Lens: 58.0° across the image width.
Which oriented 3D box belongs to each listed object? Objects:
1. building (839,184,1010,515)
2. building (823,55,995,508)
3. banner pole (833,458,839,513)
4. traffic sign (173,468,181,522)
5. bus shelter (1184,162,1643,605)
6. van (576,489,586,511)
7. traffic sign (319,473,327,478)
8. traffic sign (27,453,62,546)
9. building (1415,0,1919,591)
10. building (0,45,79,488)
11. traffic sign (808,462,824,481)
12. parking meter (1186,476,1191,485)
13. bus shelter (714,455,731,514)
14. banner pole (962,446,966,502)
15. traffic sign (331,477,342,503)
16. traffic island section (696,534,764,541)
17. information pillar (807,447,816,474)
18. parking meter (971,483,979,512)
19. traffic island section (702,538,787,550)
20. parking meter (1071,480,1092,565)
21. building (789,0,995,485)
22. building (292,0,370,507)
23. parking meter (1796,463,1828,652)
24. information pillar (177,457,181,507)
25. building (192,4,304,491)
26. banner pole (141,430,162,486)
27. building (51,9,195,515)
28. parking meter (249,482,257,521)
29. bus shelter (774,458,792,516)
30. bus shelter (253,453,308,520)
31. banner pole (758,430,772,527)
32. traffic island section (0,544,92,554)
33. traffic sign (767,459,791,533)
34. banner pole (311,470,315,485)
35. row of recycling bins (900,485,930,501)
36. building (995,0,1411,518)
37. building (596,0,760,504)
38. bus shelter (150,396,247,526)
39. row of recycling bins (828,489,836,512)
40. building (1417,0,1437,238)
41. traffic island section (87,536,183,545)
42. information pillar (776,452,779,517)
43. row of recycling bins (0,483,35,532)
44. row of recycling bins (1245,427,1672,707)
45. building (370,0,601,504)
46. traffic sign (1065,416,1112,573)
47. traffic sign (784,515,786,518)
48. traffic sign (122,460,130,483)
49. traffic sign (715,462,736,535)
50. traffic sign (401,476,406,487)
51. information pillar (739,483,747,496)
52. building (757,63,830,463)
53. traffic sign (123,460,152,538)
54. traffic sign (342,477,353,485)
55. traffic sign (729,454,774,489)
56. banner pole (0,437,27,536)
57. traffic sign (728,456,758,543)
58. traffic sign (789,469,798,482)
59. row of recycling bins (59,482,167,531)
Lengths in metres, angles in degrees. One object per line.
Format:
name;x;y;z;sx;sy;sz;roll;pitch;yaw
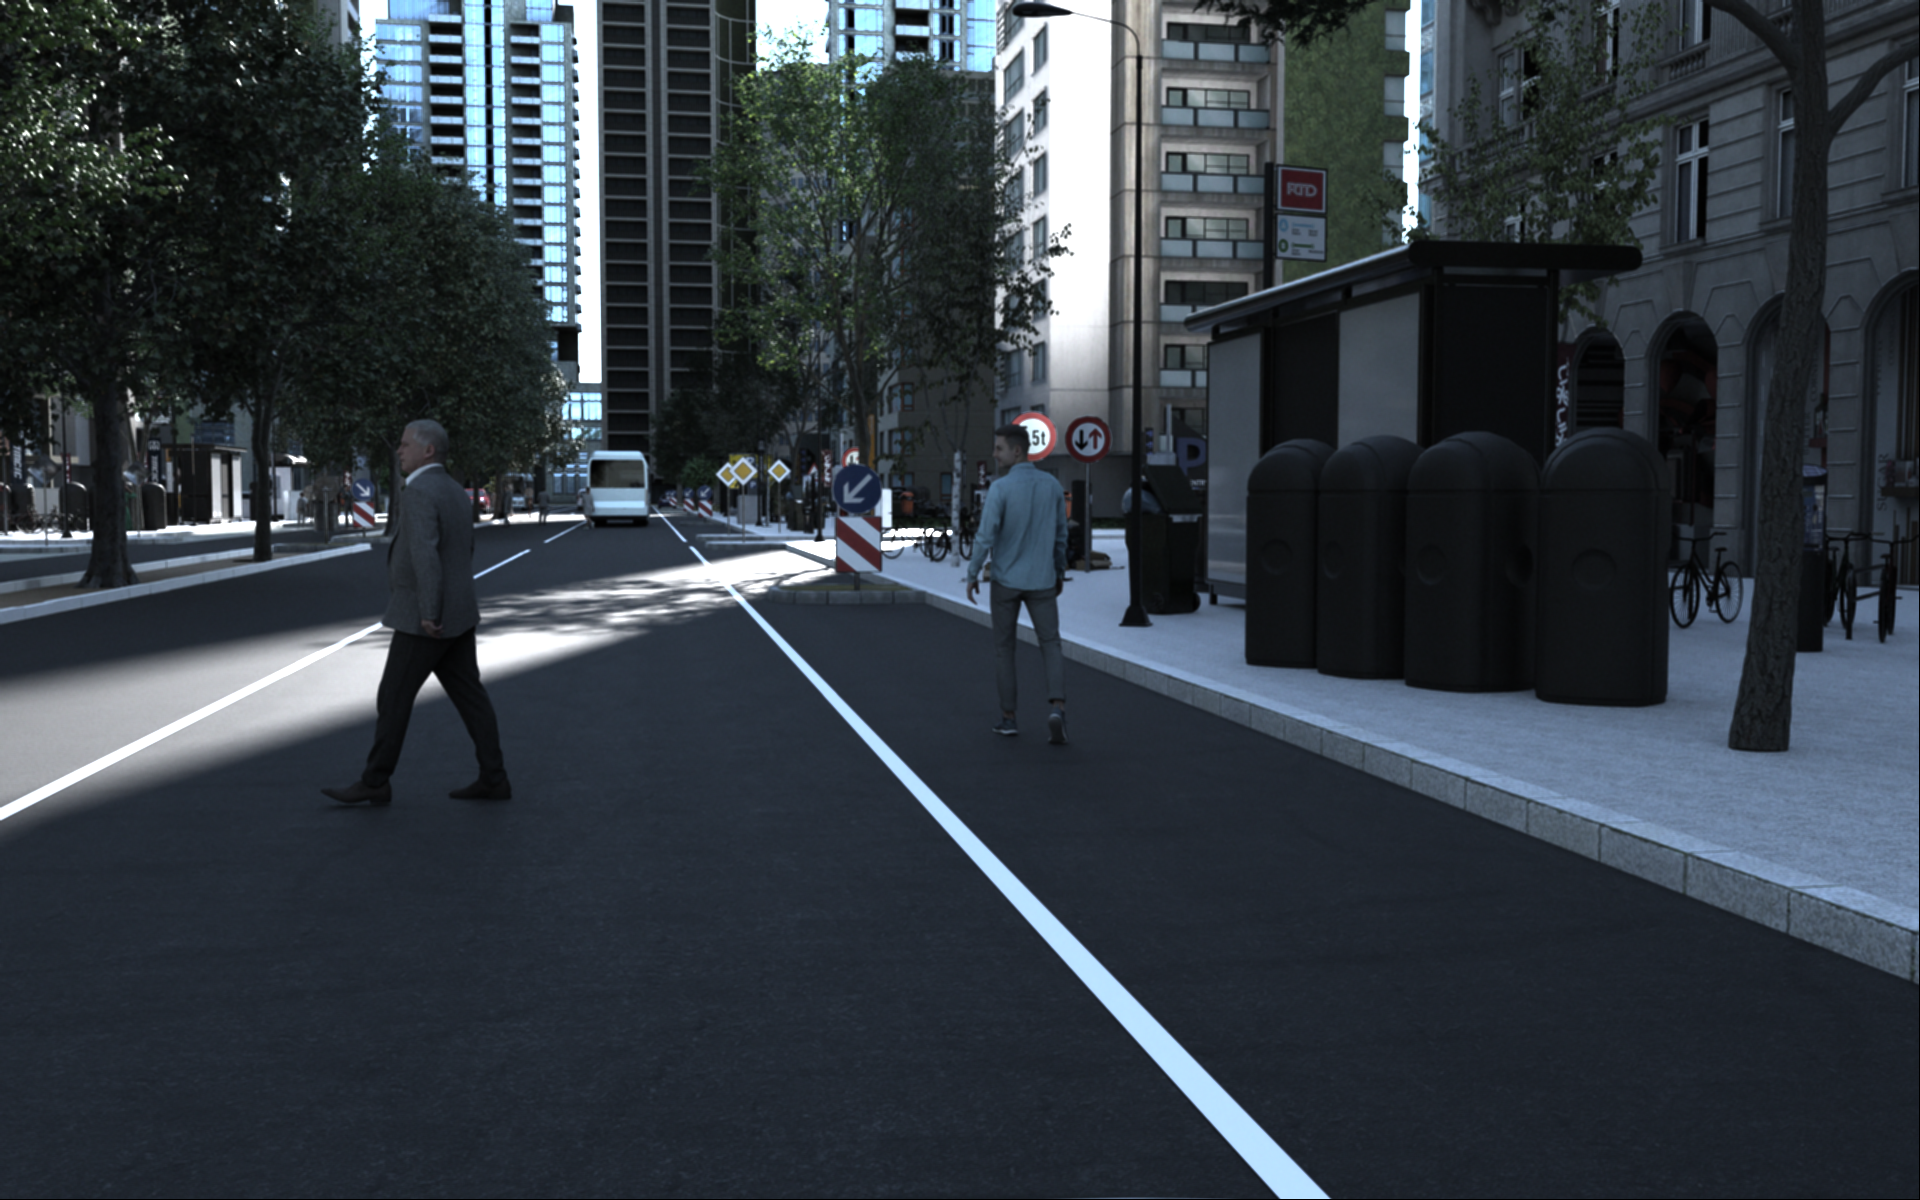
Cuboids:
building;7.536;-16.387;112.961;27.650;21.520;28.899;-1;4;-10
building;3.995;-28.264;153.998;32.217;40.220;23.993;-1;4;-10
banner pole;-8.567;-7.936;119.765;0.401;3.779;0.863;-2;4;-35
traffic sign;-34.577;-4.614;76.627;0.795;2.450;0.064;0;4;-1
bus shelter;3.944;-2.513;18.720;2.179;5.291;8.768;-1;4;-10
van;-32.392;-8.783;150.617;2.013;2.044;4.112;-1;4;-9
traffic sign;-37.931;-6.312;103.314;0.768;2.556;0.104;0;4;-2
traffic sign;-22.540;-2.388;42.687;0.795;2.450;0.064;-1;4;-10
building;17.808;-11.261;25.918;13.314;21.916;24.055;-1;4;-10
building;-102.749;-31.363;167.407;28.867;44.769;22.147;-1;4;-10
traffic sign;-5.934;-4.317;70.589;0.884;2.594;0.081;-1;4;-9
parking meter;7.228;-3.061;55.759;0.255;1.863;0.399;-1;4;-22
bus shelter;-14.420;-7.176;108.617;1.731;3.624;6.357;-1;4;-10
banner pole;0.203;-5.982;87.828;0.401;3.779;0.863;-1;4;-13
traffic sign;-36.420;-6.059;101.188;0.606;2.300;0.079;0;4;-8
traffic island section;-7.149;-1.921;53.687;2.009;0.180;2.903;-1;4;-10
information pillar;-7.471;-5.841;86.855;0.504;3.616;0.183;2;4;25
parking meter;0.795;-5.413;94.217;0.399;1.863;0.255;-2;4;-33
traffic island section;-5.702;-1.441;45.833;2.009;0.180;2.903;-1;4;-10
parking meter;2.217;-1.415;31.551;0.372;1.533;0.369;0;3;0
building;-5.353;-52.973;178.775;22.319;86.520;31.000;-1;4;-10
building;-74.500;-38.539;172.116;28.212;58.520;21.231;-1;4;-10
parking meter;6.872;-0.352;14.168;0.372;1.533;0.369;0;3;0
information pillar;-40.549;-6.058;90.410;0.504;3.616;0.183;-2;4;-29
building;-64.084;-50.201;133.457;22.319;86.520;31.000;-1;4;-10
banner pole;-31.502;-4.734;67.419;0.863;3.779;0.401;-2;4;-32
building;-53.512;-25.428;99.341;14.154;41.232;14.086;-1;4;-10
parking meter;-33.736;-4.711;82.731;0.399;1.863;0.255;3;5;45
bus shelter;-10.542;-6.447;99.324;2.014;3.302;5.546;-1;4;-10
bus shelter;-34.256;-5.759;88.081;2.014;3.302;5.546;-1;4;-10
banner pole;-7.693;-4.760;67.845;0.401;3.779;0.863;-3;4;-38
traffic island section;-22.562;-1.252;42.745;2.009;0.180;2.903;-1;4;-10
traffic sign;-5.943;-3.410;56.939;0.795;2.450;0.064;0;4;-6
banner pole;-38.297;-6.886;102.603;0.401;3.779;0.863;0;4;-5
row of recycling bins;-2.210;-5.263;93.160;1.069;1.692;3.534;1;4;9
building;9.591;-23.827;73.170;14.086;41.232;14.154;-1;4;-10
building;-37.095;-48.371;229.120;20.611;71.187;20.563;-1;4;-10
bus shelter;-32.307;-5.854;73.343;2.179;5.291;8.768;-1;4;-10
row of recycling bins;-7.944;-7.318;126.762;3.534;1.692;1.069;-2;4;-25
building;38.436;-28.368;83.427;30.456;49.044;23.786;-1;4;-10
traffic island section;-24.009;-1.732;50.598;2.009;0.180;2.903;-1;4;-10
information pillar;-10.074;-6.368;95.479;0.183;3.616;0.504;-1;4;-17
row of recycling bins;-33.114;-3.165;58.854;1.069;1.692;3.534;1;4;20
row of recycling bins;3.264;-0.293;11.908;1.069;1.692;3.534;-2;4;-32
building;-62.676;-55.805;225.086;31.000;86.520;22.319;-1;4;-10
traffic sign;2.084;-1.723;28.272;0.768;2.556;0.104;0;4;-5
traffic sign;-9.564;-5.653;94.562;0.606;2.300;0.079;-1;4;-9
traffic sign;-31.873;-4.053;66.266;0.884;2.594;0.081;-1;4;-10
traffic sign;-7.171;-3.056;53.606;0.795;2.450;0.064;-1;4;-10
traffic sign;-39.462;-7.468;122.203;0.768;2.556;0.104;-1;4;-8
information pillar;-10.164;-4.692;81.211;0.304;2.012;0.304;3;5;44
building;-13.298;-42.389;235.062;28.212;58.520;21.231;-1;4;-10
traffic sign;-23.987;-2.868;50.540;0.795;2.450;0.064;-1;4;-10
traffic sign;-42.002;-7.254;118.710;0.768;2.556;0.104;0;4;-2
traffic sign;-10.527;-5.724;87.453;2.265;3.308;0.079;0;4;-5
banner pole;-29.036;-3.857;53.077;0.401;3.779;0.863;3;5;42
traffic sign;-5.724;-2.576;45.752;0.795;2.450;0.064;-1;4;-10
traffic sign;-8.570;-5.350;87.580;0.768;2.556;0.104;-1;4;-10
row of recycling bins;-30.113;-3.337;61.668;1.069;1.692;3.534;3;5;44
